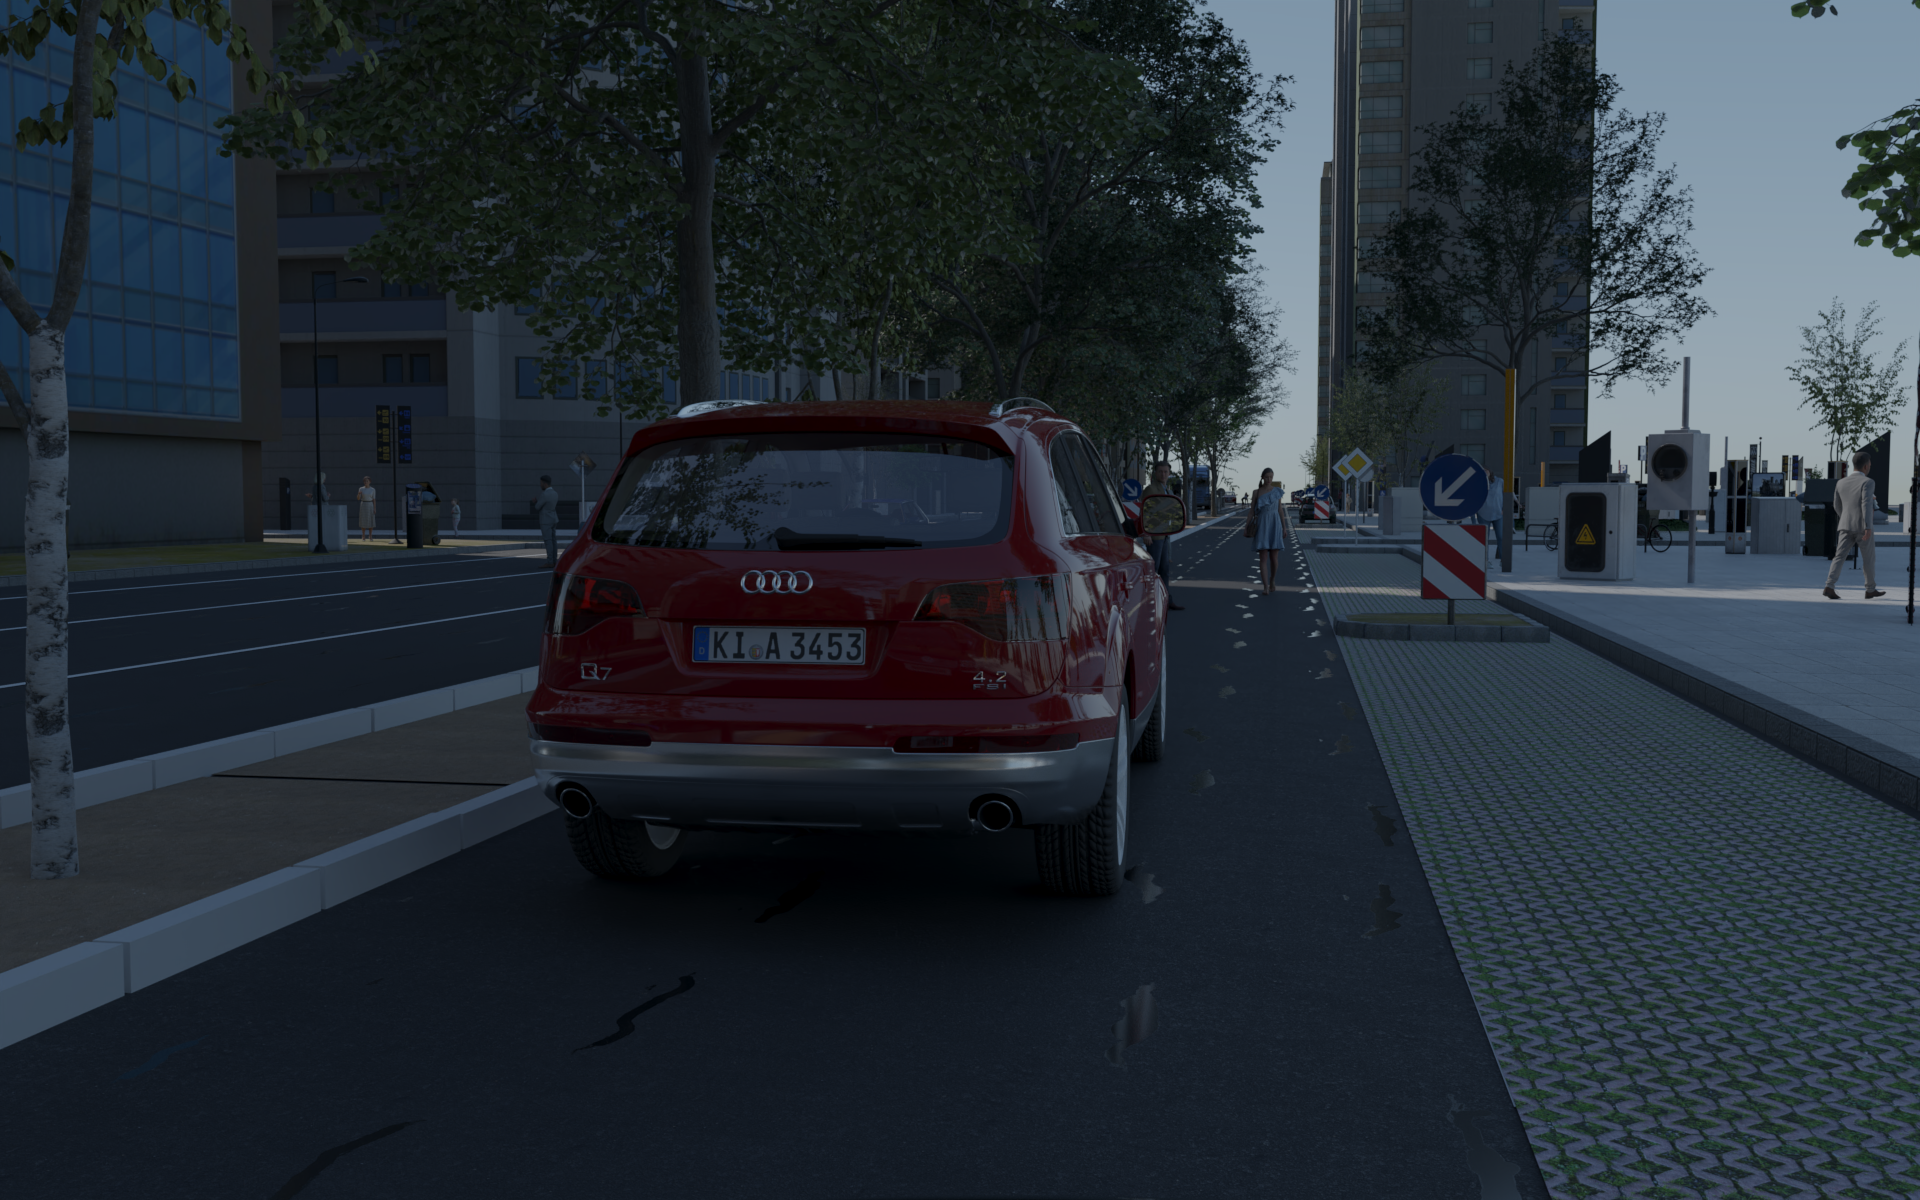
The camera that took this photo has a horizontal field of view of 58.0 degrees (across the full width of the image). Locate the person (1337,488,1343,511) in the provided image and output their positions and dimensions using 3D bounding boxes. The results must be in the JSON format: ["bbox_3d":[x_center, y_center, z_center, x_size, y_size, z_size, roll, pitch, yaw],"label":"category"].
[{"bbox_3d":[28.922,-7.668,132.131,0.721,1.743,1.217,0,4,1],"label":"person"}]

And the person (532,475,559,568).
[{"bbox_3d":[-8.075,-1.531,33.713,0.466,1.800,0.511,0,4,0],"label":"person"}]

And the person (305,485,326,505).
[{"bbox_3d":[-17.398,-2.483,46.824,0.590,1.801,0.661,-1,4,-15],"label":"person"}]

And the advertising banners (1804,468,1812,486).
[{"bbox_3d":[57.836,-7.356,116.451,2.074,3.025,0.090,1,4,18],"label":"advertising banners"}]

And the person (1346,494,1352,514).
[{"bbox_3d":[24.514,-6.057,109.340,0.475,1.303,0.640,1,4,15],"label":"person"}]

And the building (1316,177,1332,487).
[{"bbox_3d":[53.489,-33.077,224.410,14.154,41.232,14.086,1,4,10],"label":"building"}]

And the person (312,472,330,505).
[{"bbox_3d":[-14.932,-2.101,40.580,0.526,1.800,0.537,-3,4,-38],"label":"person"}]

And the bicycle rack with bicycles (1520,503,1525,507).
[{"bbox_3d":[26.648,-4.267,83.153,2.852,0.926,2.925,-1,4,-19],"label":"bicycle rack with bicycles"}]

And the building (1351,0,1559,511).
[{"bbox_3d":[37.279,-27.454,132.472,14.154,41.232,14.086,1,4,10],"label":"building"}]

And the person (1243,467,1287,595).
[{"bbox_3d":[4.373,-0.992,24.815,0.616,1.811,0.778,1,4,13],"label":"person"}]

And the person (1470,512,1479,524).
[{"bbox_3d":[14.862,-2.616,49.494,0.731,1.740,0.598,-1,4,-16],"label":"person"}]

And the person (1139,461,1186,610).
[{"bbox_3d":[2.370,-0.783,21.217,0.836,1.842,0.656,0,4,-3],"label":"person"}]

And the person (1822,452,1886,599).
[{"bbox_3d":[10.922,-0.907,21.146,0.850,1.792,0.678,-1,4,-21],"label":"person"}]

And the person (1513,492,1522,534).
[{"bbox_3d":[17.759,-3.004,55.837,0.731,1.740,0.598,0,4,-2],"label":"person"}]

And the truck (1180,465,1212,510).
[{"bbox_3d":[23.001,-10.761,165.695,2.967,4.110,18.799,1,4,10],"label":"truck"}]

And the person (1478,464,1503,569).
[{"bbox_3d":[9.175,-1.439,29.837,0.793,1.790,0.793,-1,4,-19],"label":"person"}]

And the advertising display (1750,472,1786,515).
[{"bbox_3d":[23.848,-2.808,51.125,0.123,1.923,0.974,-3,5,-39],"label":"advertising display"}]

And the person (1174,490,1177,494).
[{"bbox_3d":[19.842,-9.258,159.888,0.705,1.821,1.348,2,4,23],"label":"person"}]

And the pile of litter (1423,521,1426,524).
[{"bbox_3d":[19.600,-3.787,75.889,1.176,0.858,1.719,-3,4,-36],"label":"pile of litter"}]

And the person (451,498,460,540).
[{"bbox_3d":[-15.688,-2.510,53.821,0.425,1.301,0.394,2,4,34],"label":"person"}]

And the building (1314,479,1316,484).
[{"bbox_3d":[60.143,-49.033,239.935,20.563,71.187,20.611,1,4,10],"label":"building"}]

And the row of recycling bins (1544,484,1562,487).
[{"bbox_3d":[23.816,-3.737,68.209,1.069,1.692,3.534,0,4,-4],"label":"row of recycling bins"}]

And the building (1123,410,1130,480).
[{"bbox_3d":[16.855,-29.155,248.389,14.160,30.474,14.107,1,4,10],"label":"building"}]

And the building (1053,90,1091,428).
[{"bbox_3d":[6.728,-33.177,192.555,14.600,45.320,14.200,1,4,10],"label":"building"}]

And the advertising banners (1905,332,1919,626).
[{"bbox_3d":[9.518,-1.288,17.250,0.090,3.025,2.074,2,4,28],"label":"advertising banners"}]

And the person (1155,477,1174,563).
[{"bbox_3d":[4.163,-1.665,35.828,0.635,1.810,0.391,-1,4,-17],"label":"person"}]

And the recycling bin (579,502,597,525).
[{"bbox_3d":[-11.919,-2.675,56.289,0.722,1.027,0.722,-2,4,-31],"label":"recycling bin"}]

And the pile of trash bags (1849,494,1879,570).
[{"bbox_3d":[16.605,-1.179,29.027,3.447,1.369,1.912,2,4,28],"label":"pile of trash bags"}]

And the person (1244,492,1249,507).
[{"bbox_3d":[31.863,-11.153,192.313,0.593,1.643,0.415,0,4,-6],"label":"person"}]

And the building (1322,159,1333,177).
[{"bbox_3d":[69.479,-41.250,263.674,28.713,52.752,27.495,1,4,10],"label":"building"}]

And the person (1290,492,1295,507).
[{"bbox_3d":[35.823,-10.819,186.301,0.530,1.710,0.541,-2,4,-32],"label":"person"}]

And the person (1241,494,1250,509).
[{"bbox_3d":[27.235,-9.403,165.433,0.628,1.438,0.799,3,5,43],"label":"person"}]

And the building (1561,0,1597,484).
[{"bbox_3d":[44.420,-37.342,152.539,21.231,58.520,28.212,1,4,10],"label":"building"}]

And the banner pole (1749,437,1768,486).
[{"bbox_3d":[34.908,-5.259,75.998,0.401,3.779,0.863,-1,4,-18],"label":"banner pole"}]

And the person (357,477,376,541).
[{"bbox_3d":[-16.065,-2.464,46.904,0.480,1.755,0.524,-2,4,-26],"label":"person"}]

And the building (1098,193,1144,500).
[{"bbox_3d":[19.433,-37.418,261.902,14.600,45.320,14.200,1,4,10],"label":"building"}]

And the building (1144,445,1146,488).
[{"bbox_3d":[22.299,-38.270,275.829,14.600,45.320,14.200,1,4,10],"label":"building"}]

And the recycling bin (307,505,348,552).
[{"bbox_3d":[-14.231,-1.616,38.974,0.722,1.027,0.722,0,4,-8],"label":"recycling bin"}]

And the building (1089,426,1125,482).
[{"bbox_3d":[6.706,-23.466,228.712,27.650,21.520,28.899,1,4,10],"label":"building"}]

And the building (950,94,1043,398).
[{"bbox_3d":[-4.397,-32.521,155.422,21.300,48.544,21.600,1,4,10],"label":"building"}]

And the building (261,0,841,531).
[{"bbox_3d":[-18.828,-32.512,73.562,21.231,58.520,28.212,1,4,10],"label":"building"}]

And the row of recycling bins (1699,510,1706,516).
[{"bbox_3d":[45.645,-5.833,102.488,3.534,1.692,1.069,2,4,31],"label":"row of recycling bins"}]

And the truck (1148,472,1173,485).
[{"bbox_3d":[25.491,-14.014,218.048,2.839,4.237,11.283,1,4,11],"label":"truck"}]

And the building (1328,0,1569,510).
[{"bbox_3d":[49.491,-39.058,180.590,21.231,58.520,28.212,1,4,10],"label":"building"}]

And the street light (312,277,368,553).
[{"bbox_3d":[-13.336,-3.959,37.273,1.470,5.913,1.316,1,4,10],"label":"street light"}]

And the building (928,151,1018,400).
[{"bbox_3d":[-3.284,-22.330,136.797,14.160,30.474,14.107,1,4,10],"label":"building"}]

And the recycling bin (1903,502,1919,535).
[{"bbox_3d":[30.512,-2.598,55.024,0.722,1.027,0.722,0,4,1],"label":"recycling bin"}]

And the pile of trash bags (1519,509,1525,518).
[{"bbox_3d":[27.642,-4.670,86.105,3.447,1.369,1.912,1,4,13],"label":"pile of trash bags"}]

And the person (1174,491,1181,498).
[{"bbox_3d":[18.859,-8.726,151.893,1.217,1.735,0.721,1,4,15],"label":"person"}]

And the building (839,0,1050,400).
[{"bbox_3d":[0.621,-45.075,175.227,20.563,71.187,20.611,1,4,10],"label":"building"}]

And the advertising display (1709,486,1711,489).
[{"bbox_3d":[38.574,-5.138,89.218,0.123,1.923,0.974,2,4,34],"label":"advertising display"}]

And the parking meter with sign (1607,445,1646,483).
[{"bbox_3d":[23.865,-4.068,62.775,1.738,3.016,0.543,3,5,43],"label":"parking meter with sign"}]

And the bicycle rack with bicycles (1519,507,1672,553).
[{"bbox_3d":[13.955,-1.545,38.647,2.852,0.926,2.925,-1,4,-21],"label":"bicycle rack with bicycles"}]

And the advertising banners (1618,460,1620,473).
[{"bbox_3d":[33.789,-5.687,89.164,0.090,3.025,2.074,1,4,13],"label":"advertising banners"}]

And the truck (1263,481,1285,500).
[{"bbox_3d":[46.195,-15.908,256.025,3.469,3.379,9.791,1,4,12],"label":"truck"}]

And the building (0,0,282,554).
[{"bbox_3d":[-26.560,-23.854,40.120,14.200,45.320,14.600,1,4,10],"label":"building"}]

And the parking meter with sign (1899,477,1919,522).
[{"bbox_3d":[43.525,-5.027,78.454,0.543,3.016,1.738,-3,4,-38],"label":"parking meter with sign"}]
